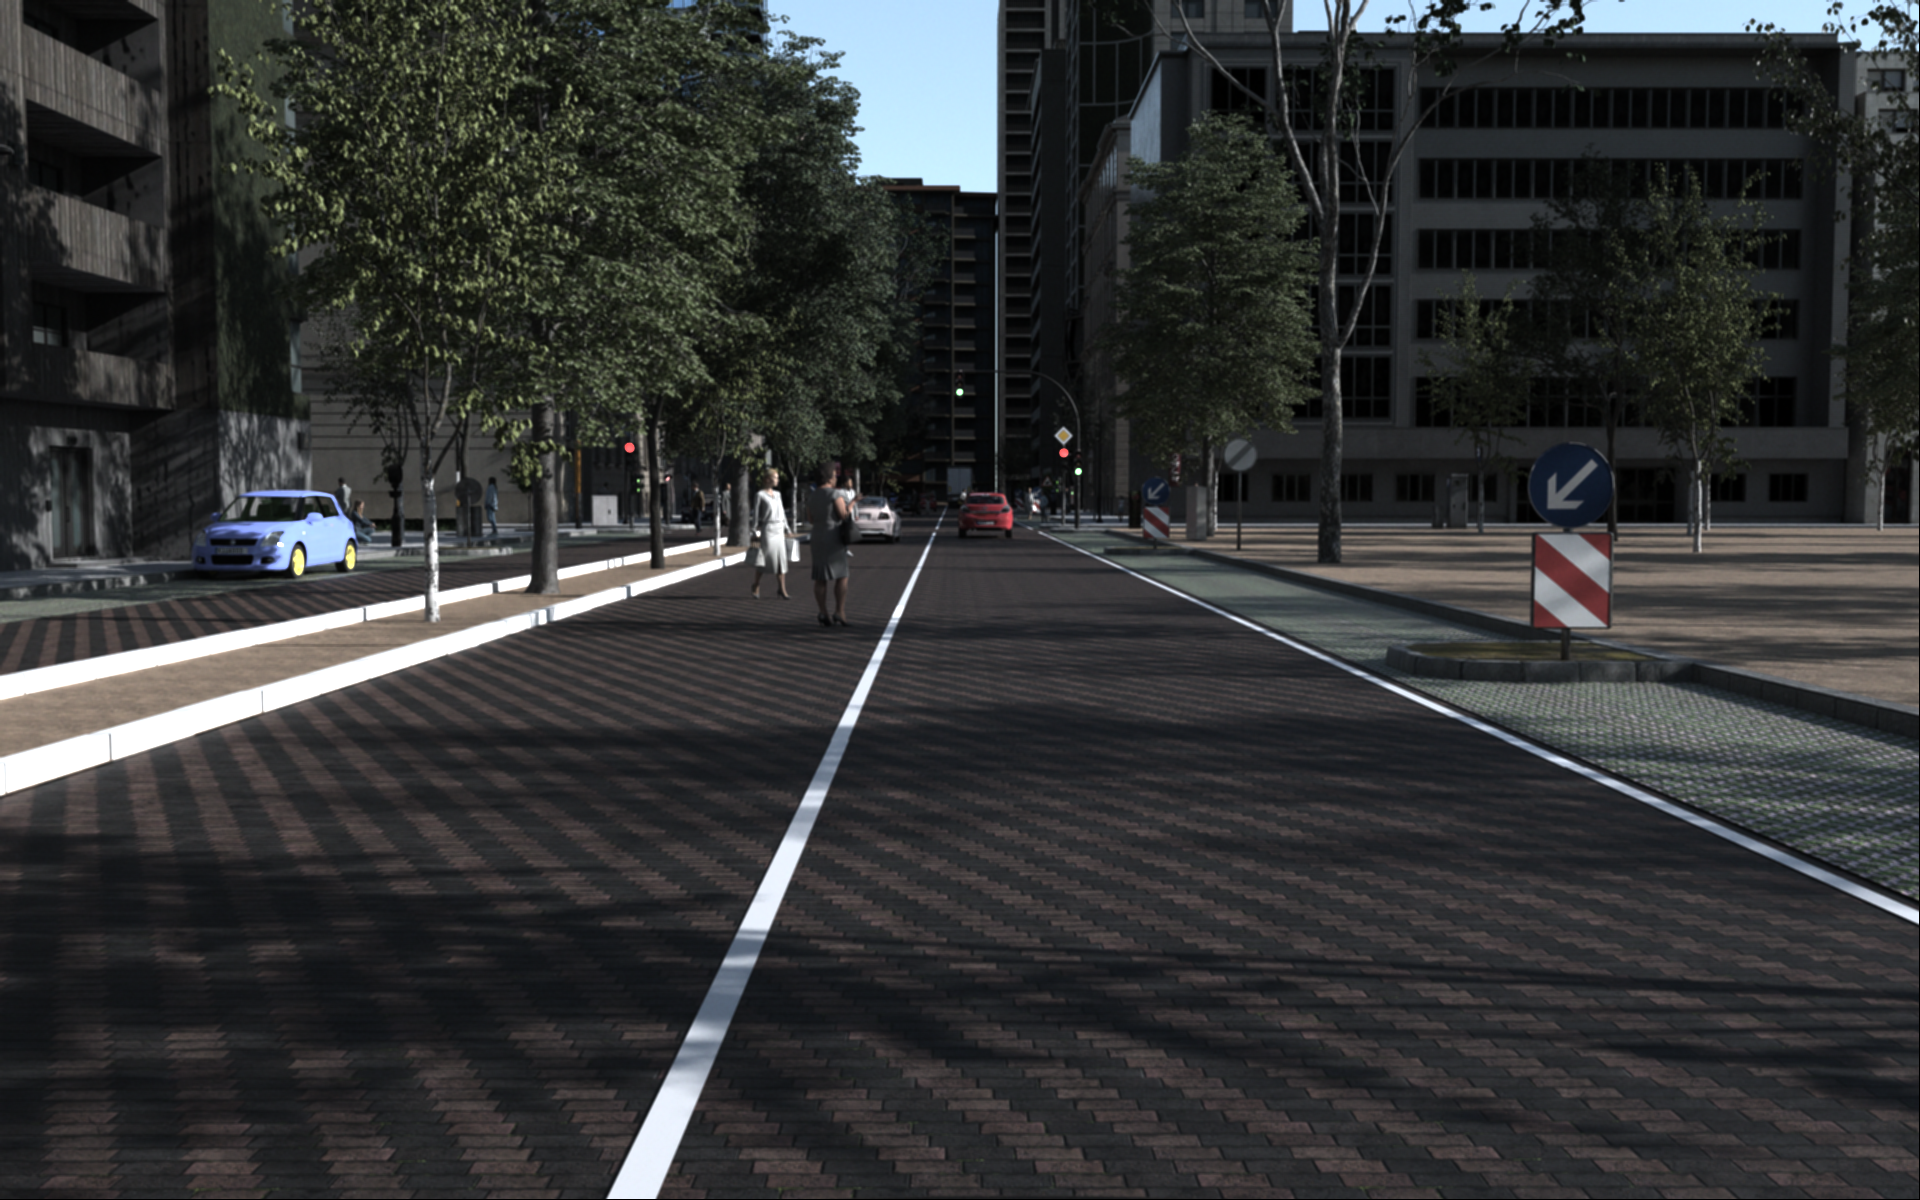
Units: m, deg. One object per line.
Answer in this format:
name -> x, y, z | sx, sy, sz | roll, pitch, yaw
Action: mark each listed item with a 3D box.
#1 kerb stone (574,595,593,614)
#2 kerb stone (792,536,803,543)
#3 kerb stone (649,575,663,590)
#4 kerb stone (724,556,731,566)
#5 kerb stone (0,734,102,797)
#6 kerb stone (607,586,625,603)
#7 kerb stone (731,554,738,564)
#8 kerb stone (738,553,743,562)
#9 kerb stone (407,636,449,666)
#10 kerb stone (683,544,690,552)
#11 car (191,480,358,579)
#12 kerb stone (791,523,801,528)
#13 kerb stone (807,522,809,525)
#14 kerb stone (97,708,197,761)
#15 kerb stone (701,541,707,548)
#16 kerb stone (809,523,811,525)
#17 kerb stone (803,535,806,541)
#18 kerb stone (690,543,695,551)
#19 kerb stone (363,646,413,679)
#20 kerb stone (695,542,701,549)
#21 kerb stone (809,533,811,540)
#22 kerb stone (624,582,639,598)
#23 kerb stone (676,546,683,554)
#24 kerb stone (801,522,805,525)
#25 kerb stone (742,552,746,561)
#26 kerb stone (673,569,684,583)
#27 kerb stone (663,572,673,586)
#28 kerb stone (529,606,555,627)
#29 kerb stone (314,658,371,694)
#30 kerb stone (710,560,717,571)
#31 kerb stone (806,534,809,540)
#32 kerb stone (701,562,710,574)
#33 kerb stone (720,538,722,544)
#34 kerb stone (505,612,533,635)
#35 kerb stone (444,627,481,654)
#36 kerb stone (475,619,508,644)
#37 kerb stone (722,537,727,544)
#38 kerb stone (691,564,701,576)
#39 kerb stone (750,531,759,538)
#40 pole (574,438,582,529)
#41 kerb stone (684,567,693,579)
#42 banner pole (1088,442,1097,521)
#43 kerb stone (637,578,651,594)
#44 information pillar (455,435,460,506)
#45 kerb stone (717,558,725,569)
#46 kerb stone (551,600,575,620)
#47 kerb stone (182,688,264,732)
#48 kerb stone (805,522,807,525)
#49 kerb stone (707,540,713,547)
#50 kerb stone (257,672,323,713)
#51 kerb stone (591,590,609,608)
kerb stone -> -4.652, 0.073, 21.054 | 0.120, 0.150, 1.000 | 0, 4, 0
kerb stone -> -4.779, -1.745, 50.776 | 0.120, 0.150, 1.000 | 0, 4, 0
kerb stone -> -4.675, -0.243, 26.174 | 0.120, 0.150, 1.000 | 0, 4, 0
kerb stone -> -4.713, -0.744, 34.366 | 0.120, 0.150, 1.000 | 0, 4, 0
kerb stone -> -4.605, 0.822, 8.749 | 0.120, 0.150, 1.000 | 0, 4, 0
kerb stone -> -4.665, -0.056, 23.108 | 0.120, 0.150, 1.000 | 0, 4, 0
kerb stone -> -4.713, -0.807, 35.393 | 0.120, 0.150, 1.000 | 0, 4, 0
kerb stone -> -4.729, -0.863, 36.427 | 0.120, 0.150, 1.000 | 0, 4, 0
kerb stone -> -4.628, 0.446, 14.896 | 0.120, 0.150, 1.000 | 0, 4, 0
kerb stone -> -6.843, -1.245, 42.548 | 0.120, 0.150, 1.000 | 0, 4, 0
car -> -11.897, -1.257, 30.138 | 1.945, 1.707, 3.694 | 0, 4, 1
kerb stone -> -6.987, -3.161, 73.880 | 0.120, 0.150, 1.000 | 0, 4, 0
kerb stone -> -7.009, -3.411, 77.969 | 0.120, 0.150, 1.000 | 0, 4, 0
kerb stone -> -4.601, 0.760, 9.773 | 0.120, 0.150, 1.000 | 0, 4, 0
kerb stone -> -6.864, -1.432, 45.625 | 0.120, 0.150, 1.000 | 0, 4, 0
kerb stone -> -7.013, -3.531, 80.019 | 0.120, 0.150, 1.000 | 0, 4, 0
kerb stone -> -4.788, -1.811, 51.798 | 0.120, 0.150, 1.000 | 0, 4, 0
kerb stone -> -6.854, -1.307, 43.573 | 0.120, 0.150, 1.000 | 0, 4, 0
kerb stone -> -4.622, 0.509, 13.873 | 0.120, 0.150, 1.000 | 0, 4, 0
kerb stone -> -6.859, -1.370, 44.603 | 0.120, 0.150, 1.000 | 0, 4, 0
kerb stone -> -4.801, -1.936, 53.852 | 0.120, 0.150, 1.000 | 0, 4, 0
kerb stone -> -4.657, -0.118, 24.130 | 0.120, 0.150, 1.000 | 0, 4, 0
kerb stone -> -6.842, -1.182, 41.518 | 0.120, 0.150, 1.000 | 0, 4, 0
kerb stone -> -6.994, -3.286, 75.925 | 0.120, 0.150, 1.000 | 0, 4, 0
kerb stone -> -4.722, -0.933, 37.448 | 0.120, 0.150, 1.000 | 0, 4, 0
kerb stone -> -4.681, -0.369, 28.223 | 0.120, 0.150, 1.000 | 0, 4, 0
kerb stone -> -4.682, -0.302, 27.196 | 0.120, 0.150, 1.000 | 0, 4, 0
kerb stone -> -4.647, 0.196, 19.005 | 0.120, 0.150, 1.000 | 0, 4, 0
kerb stone -> -4.619, 0.575, 12.851 | 0.120, 0.150, 1.000 | 0, 4, 0
kerb stone -> -4.708, -0.619, 32.323 | 0.120, 0.150, 1.000 | 0, 4, 0
kerb stone -> -4.791, -1.874, 52.830 | 0.120, 0.150, 1.000 | 0, 4, 0
kerb stone -> -4.695, -0.557, 31.300 | 0.120, 0.150, 1.000 | 0, 4, 0
kerb stone -> -6.881, -1.622, 48.711 | 0.120, 0.150, 1.000 | 0, 4, 0
kerb stone -> -4.643, 0.260, 17.983 | 0.120, 0.150, 1.000 | 0, 4, 0
kerb stone -> -4.625, 0.385, 15.925 | 0.120, 0.150, 1.000 | 0, 4, 0
kerb stone -> -4.640, 0.321, 16.953 | 0.120, 0.150, 1.000 | 0, 4, 0
kerb stone -> -6.889, -1.685, 49.743 | 0.120, 0.150, 1.000 | 0, 4, 0
kerb stone -> -4.697, -0.494, 30.269 | 0.120, 0.150, 1.000 | 0, 4, 0
kerb stone -> -6.915, -2.187, 57.958 | 0.120, 0.150, 1.000 | 0, 4, 0
pole -> -14.002, -4.259, 63.482 | 0.158, 3.312, 0.155 | 0, 3, 0
kerb stone -> -4.689, -0.431, 29.245 | 0.120, 0.150, 1.000 | 0, 4, 0
banner pole -> 6.316, -5.674, 82.787 | 0.401, 3.779, 0.863 | -2, 4, -26
kerb stone -> -4.678, -0.181, 25.152 | 0.120, 0.150, 1.000 | 0, 4, 0
information pillar -> -18.630, -4.456, 64.207 | 0.183, 3.616, 0.504 | -2, 4, -23
kerb stone -> -4.708, -0.679, 33.345 | 0.120, 0.150, 1.000 | 0, 4, 0
kerb stone -> -4.650, 0.133, 20.029 | 0.120, 0.150, 1.000 | 0, 4, 0
kerb stone -> -4.617, 0.697, 10.794 | 0.120, 0.150, 1.000 | 0, 4, 0
kerb stone -> -7.000, -3.349, 76.947 | 0.120, 0.150, 1.000 | 0, 4, 0
kerb stone -> -6.861, -1.496, 46.656 | 0.120, 0.150, 1.000 | 0, 4, 0
kerb stone -> -4.611, 0.637, 11.818 | 0.120, 0.150, 1.000 | 0, 4, 0
kerb stone -> -4.667, 0.010, 22.082 | 0.120, 0.150, 1.000 | 0, 4, 0
